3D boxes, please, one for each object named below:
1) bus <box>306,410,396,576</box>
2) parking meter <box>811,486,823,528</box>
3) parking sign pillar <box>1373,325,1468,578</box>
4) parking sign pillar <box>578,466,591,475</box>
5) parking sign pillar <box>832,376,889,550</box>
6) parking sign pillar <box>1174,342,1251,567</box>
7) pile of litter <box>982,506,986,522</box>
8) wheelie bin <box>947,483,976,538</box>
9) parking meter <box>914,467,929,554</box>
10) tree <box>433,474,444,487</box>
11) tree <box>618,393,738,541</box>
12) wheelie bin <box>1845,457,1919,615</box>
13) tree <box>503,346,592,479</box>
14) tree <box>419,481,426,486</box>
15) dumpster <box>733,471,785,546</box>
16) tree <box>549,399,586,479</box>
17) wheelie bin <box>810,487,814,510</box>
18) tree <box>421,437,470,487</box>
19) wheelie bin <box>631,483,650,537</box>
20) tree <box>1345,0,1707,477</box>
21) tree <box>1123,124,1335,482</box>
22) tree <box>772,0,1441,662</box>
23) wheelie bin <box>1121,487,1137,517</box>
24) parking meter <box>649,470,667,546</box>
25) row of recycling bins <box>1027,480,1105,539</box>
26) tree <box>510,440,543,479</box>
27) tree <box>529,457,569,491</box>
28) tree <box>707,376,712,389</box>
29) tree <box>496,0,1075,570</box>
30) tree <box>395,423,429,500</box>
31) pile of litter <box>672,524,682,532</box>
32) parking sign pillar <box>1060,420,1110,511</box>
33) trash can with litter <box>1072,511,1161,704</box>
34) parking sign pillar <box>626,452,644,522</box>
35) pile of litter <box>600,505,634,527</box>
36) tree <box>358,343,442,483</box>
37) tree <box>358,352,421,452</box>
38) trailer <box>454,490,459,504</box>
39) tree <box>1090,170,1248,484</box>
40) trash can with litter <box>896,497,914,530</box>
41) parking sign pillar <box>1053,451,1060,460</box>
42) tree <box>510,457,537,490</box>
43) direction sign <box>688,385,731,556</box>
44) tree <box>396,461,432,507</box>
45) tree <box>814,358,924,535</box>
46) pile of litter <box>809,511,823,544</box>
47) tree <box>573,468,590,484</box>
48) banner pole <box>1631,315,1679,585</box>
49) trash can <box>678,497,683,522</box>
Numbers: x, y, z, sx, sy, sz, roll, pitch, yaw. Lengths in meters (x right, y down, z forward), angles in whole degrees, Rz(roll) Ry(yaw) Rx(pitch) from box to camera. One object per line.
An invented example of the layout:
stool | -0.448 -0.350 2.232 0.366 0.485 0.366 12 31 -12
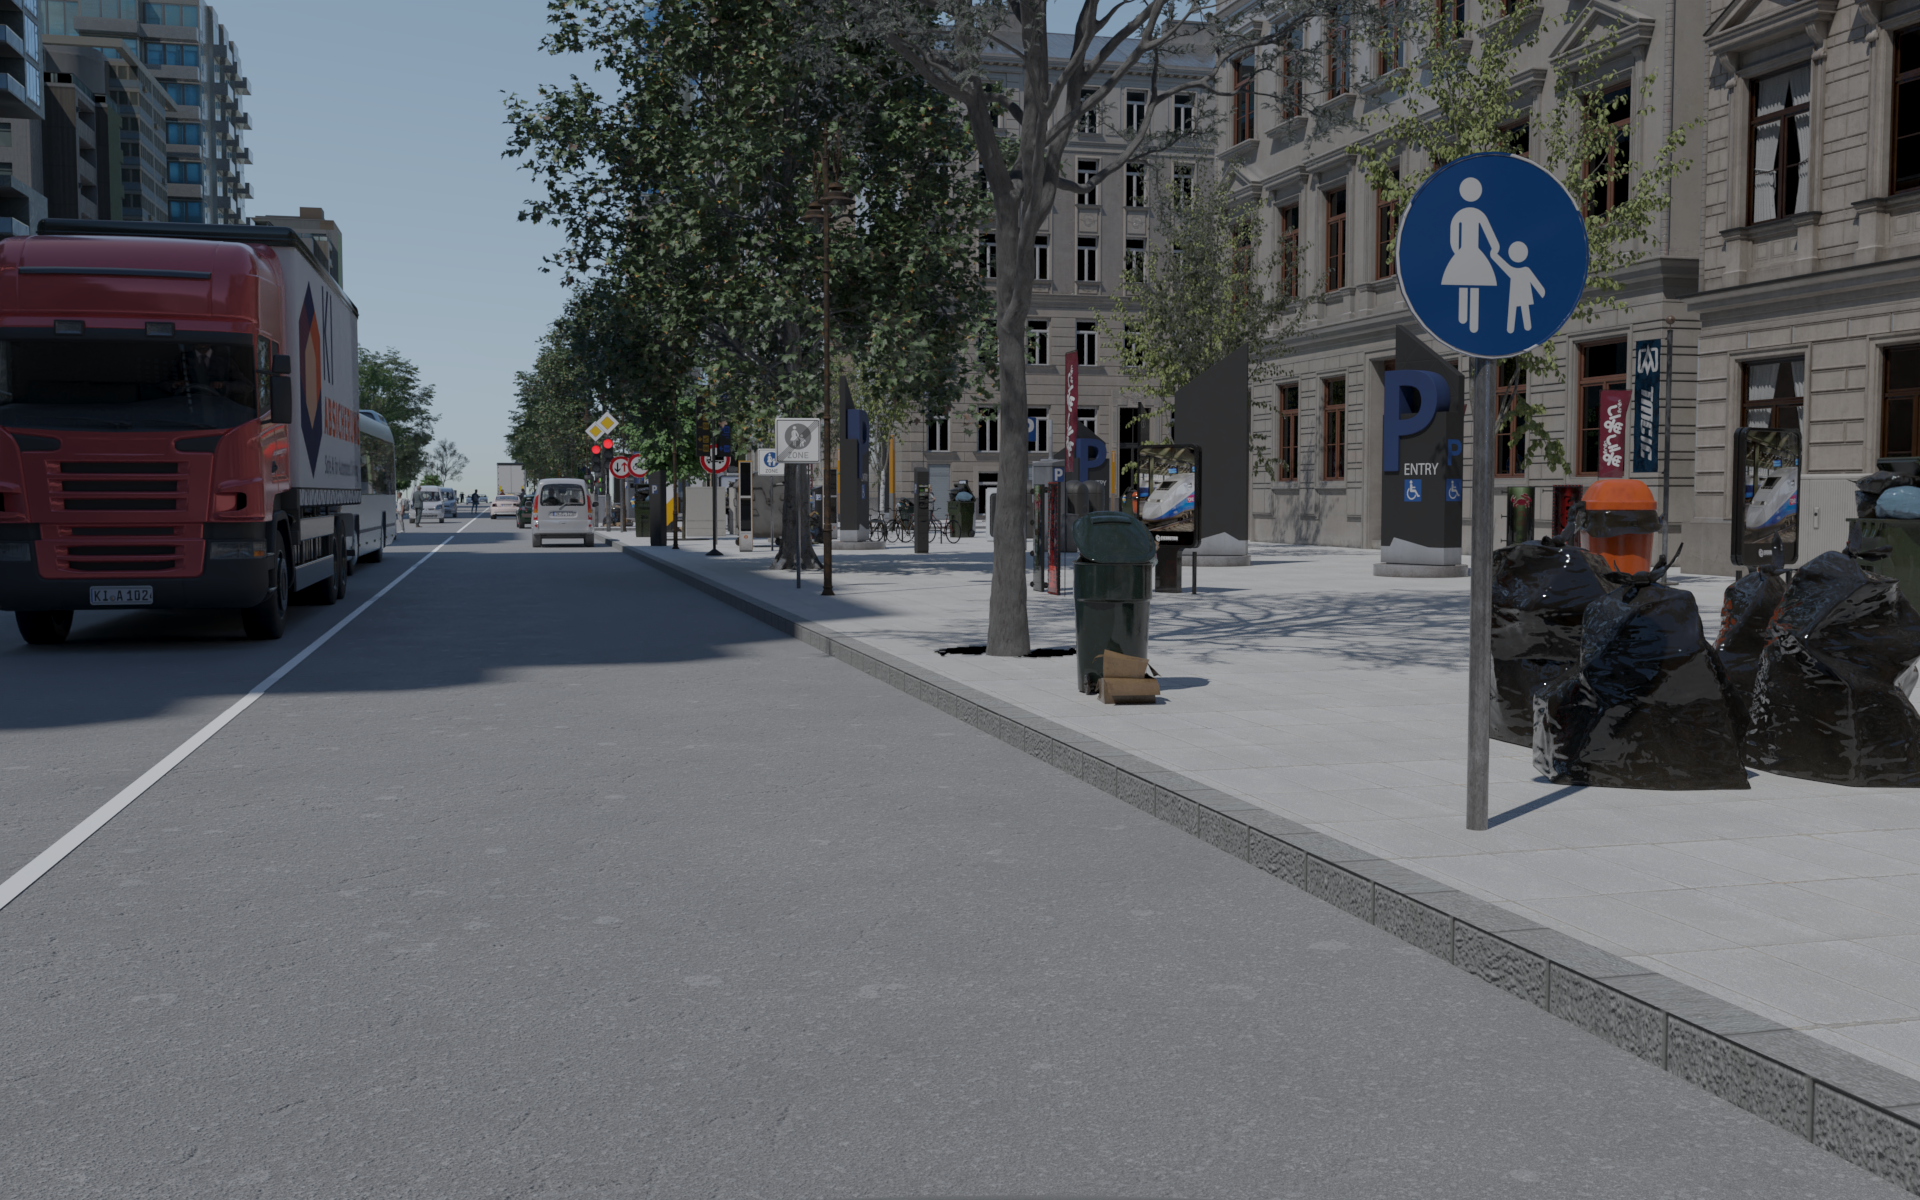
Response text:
bus | -12.513 -2.319 32.777 2.948 3.499 13.247 -1 4 -14
parking meter | -4.195 -2.600 50.920 0.372 1.533 0.369 0 3 0
parking sign pillar | 7.218 -2.359 27.042 1.447 3.967 1.447 -2 4 -33
parking sign pillar | -27.205 -8.386 125.579 1.447 3.967 1.447 1 4 14
parking sign pillar | -2.443 -3.162 40.168 1.447 3.967 1.447 1 4 9
parking sign pillar | 4.513 -2.605 31.066 1.447 3.967 1.447 1 4 16
pile of litter | 1.590 -4.034 79.924 1.176 0.858 1.719 0 4 4
wheelie bin | 0.041 -2.634 50.970 0.693 1.594 0.980 -3 4 -38
parking meter | -0.830 -1.934 37.331 0.255 1.863 0.399 -1 4 -14
tree | -74.962 -16.020 245.635 4.285 4.588 4.351 0 3 0
tree | -7.773 -3.940 48.126 4.285 4.588 4.351 0 3 0
wheelie bin | 8.064 -0.425 14.863 0.693 1.594 0.980 0 4 -4
tree | -31.020 -13.125 132.728 7.486 12.596 7.792 0 3 0
tree | -71.866 -14.469 231.174 1.663 3.219 1.824 0 3 0
dumpster | -4.799 -2.229 42.206 1.264 1.857 1.865 -1 4 -15
tree | -24.991 -9.833 111.132 4.360 8.622 3.978 0 3 0
wheelie bin | -6.431 -4.164 75.996 0.693 1.594 0.980 -1 4 -9
tree | -84.668 -21.334 283.217 8.767 10.594 7.601 -2 4 -30
wheelie bin | -9.326 -2.670 51.555 0.980 1.594 0.693 0 4 -3
tree | 7.089 -4.425 22.712 4.737 8.622 4.395 0 3 0
tree | 5.062 -5.157 34.683 4.360 8.622 3.978 0 3 0
tree | 0.466 -6.296 13.302 12.009 13.543 11.850 0 3 0
wheelie bin | 7.814 -4.371 79.378 0.693 1.594 0.980 2 4 29
parking meter | -7.450 -2.264 42.719 0.399 1.863 0.255 2 4 35
row of recycling bins | 3.020 -2.678 50.894 1.069 1.692 3.534 3 5 44
tree | -49.660 -16.614 206.049 8.767 10.594 7.601 0 4 0
tree | -58.679 -17.947 243.789 4.737 8.622 4.395 0 3 0
tree | -13.681 -9.143 99.847 4.737 8.622 4.395 0 3 0
tree | -2.876 -6.878 29.457 9.611 12.733 9.660 0 3 0
tree | -58.437 -14.083 180.613 4.737 8.622 4.395 0 3 0
pile of litter | -9.863 -2.748 58.888 1.176 0.858 1.719 -1 4 -20
parking sign pillar | 4.594 -4.423 60.796 1.447 3.967 1.447 -2 4 -27
trash can with litter | 1.065 0.025 10.973 0.624 1.170 1.055 0 4 -8
parking sign pillar | -14.682 -5.555 79.302 1.447 3.967 1.447 -1 4 -12
pile of litter | -13.424 -3.332 68.450 1.719 0.858 1.176 -2 4 -23
tree | -49.308 -14.712 147.199 9.857 13.997 8.962 0 3 0
tree | -44.184 -12.395 128.419 9.928 11.665 9.643 0 3 0
trailer | -72.322 -14.690 247.227 1.471 1.999 3.904 -1 4 -16
tree | 5.284 -5.470 39.797 4.737 8.622 4.395 0 3 0
trash can with litter | -1.717 -3.072 61.609 1.055 1.170 0.624 -2 4 -34
parking sign pillar | 4.986 -5.646 80.783 1.447 3.967 1.447 0 4 -3
tree | -69.525 -21.867 283.286 9.928 11.665 9.643 0 3 0
direction sign | -5.130 -2.696 36.083 0.876 3.537 0.379 -3 5 -45
tree | -55.261 -11.404 170.169 4.285 4.588 4.351 0 3 0
tree | -2.450 -6.379 54.653 4.737 8.622 4.395 0 3 0
pile of litter | -4.041 -1.866 44.476 1.176 0.858 1.719 2 4 25
tree | -25.373 -7.454 116.480 1.663 3.219 1.824 0 3 0
banner pole | 9.860 -2.114 24.585 0.401 3.779 0.863 -2 4 -24
trash can | -12.994 -4.213 80.531 0.748 1.137 0.748 0 3 0
